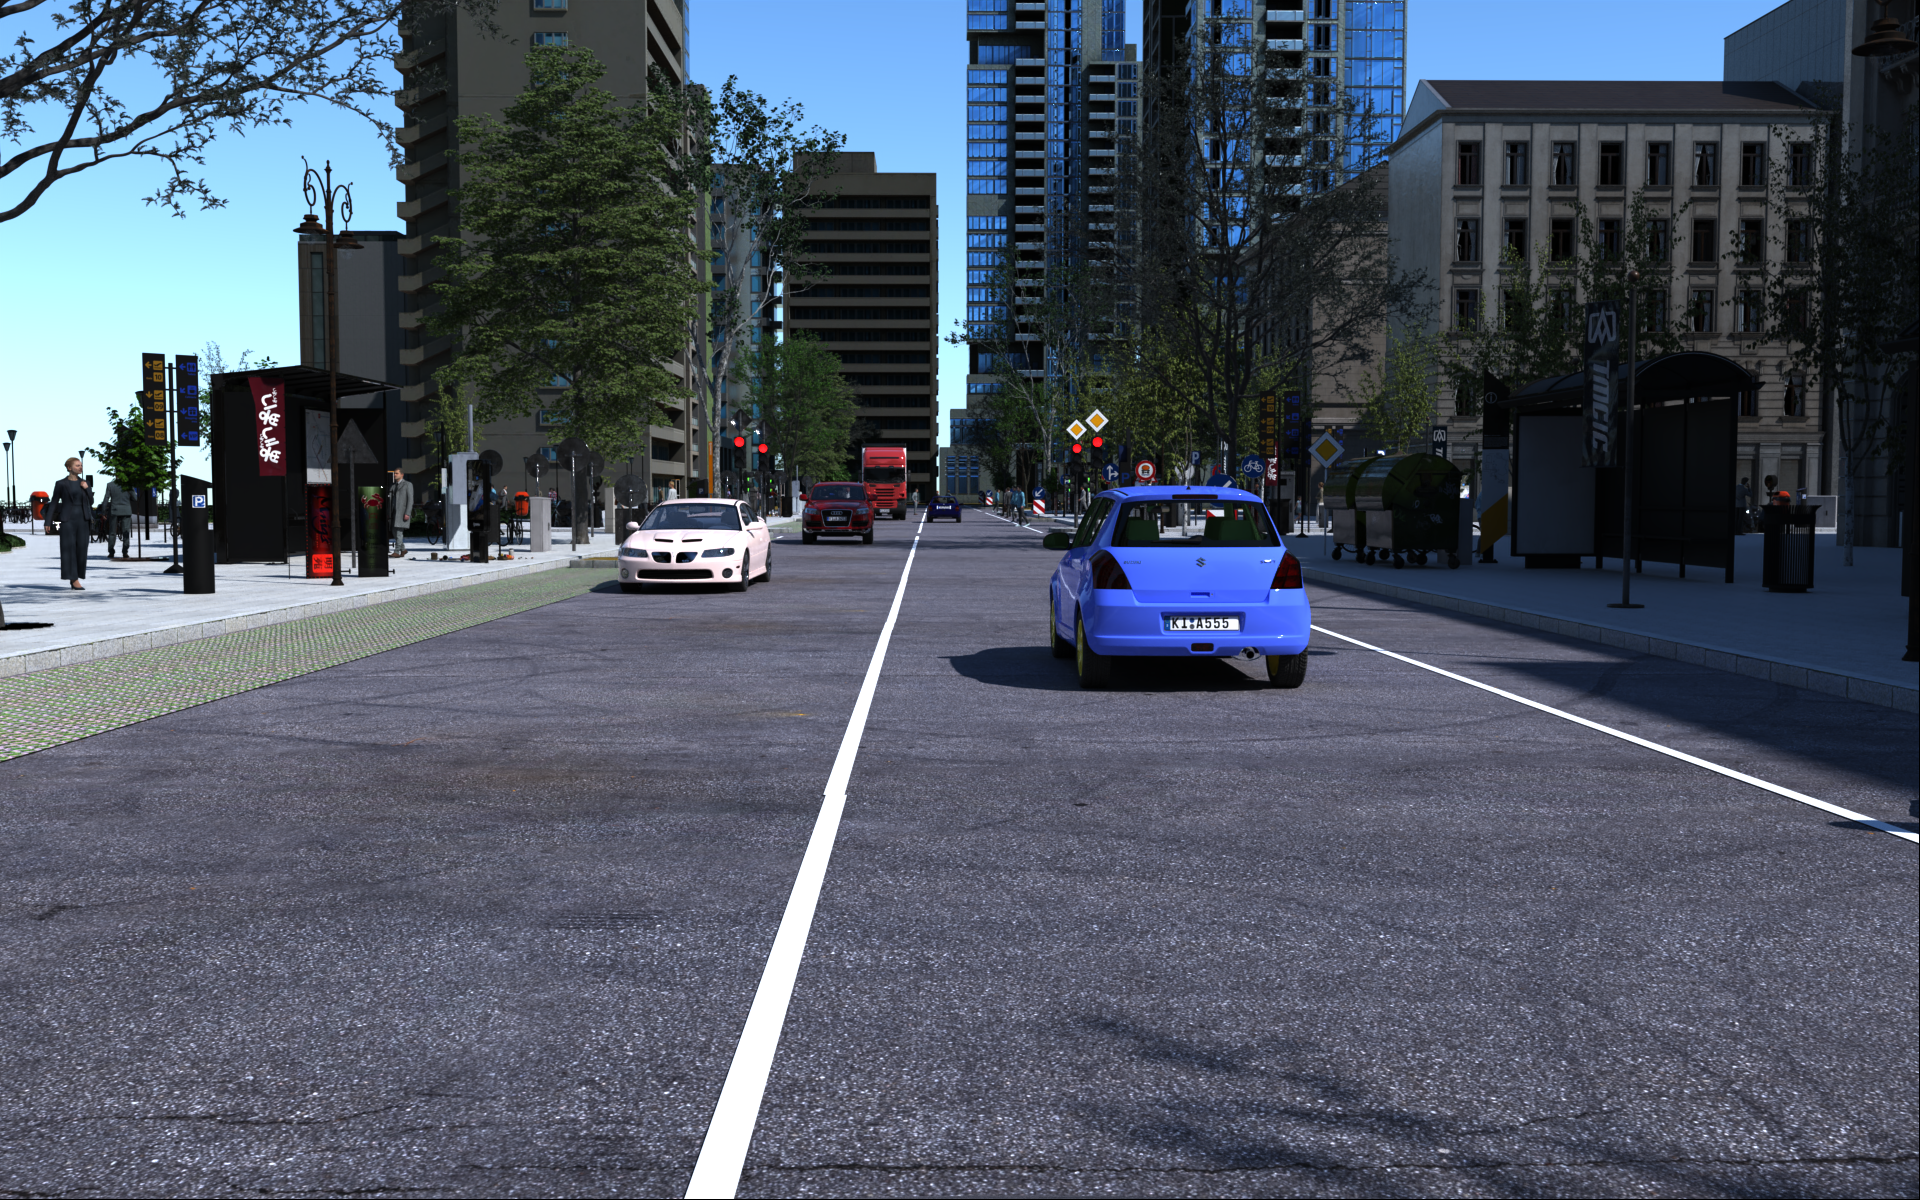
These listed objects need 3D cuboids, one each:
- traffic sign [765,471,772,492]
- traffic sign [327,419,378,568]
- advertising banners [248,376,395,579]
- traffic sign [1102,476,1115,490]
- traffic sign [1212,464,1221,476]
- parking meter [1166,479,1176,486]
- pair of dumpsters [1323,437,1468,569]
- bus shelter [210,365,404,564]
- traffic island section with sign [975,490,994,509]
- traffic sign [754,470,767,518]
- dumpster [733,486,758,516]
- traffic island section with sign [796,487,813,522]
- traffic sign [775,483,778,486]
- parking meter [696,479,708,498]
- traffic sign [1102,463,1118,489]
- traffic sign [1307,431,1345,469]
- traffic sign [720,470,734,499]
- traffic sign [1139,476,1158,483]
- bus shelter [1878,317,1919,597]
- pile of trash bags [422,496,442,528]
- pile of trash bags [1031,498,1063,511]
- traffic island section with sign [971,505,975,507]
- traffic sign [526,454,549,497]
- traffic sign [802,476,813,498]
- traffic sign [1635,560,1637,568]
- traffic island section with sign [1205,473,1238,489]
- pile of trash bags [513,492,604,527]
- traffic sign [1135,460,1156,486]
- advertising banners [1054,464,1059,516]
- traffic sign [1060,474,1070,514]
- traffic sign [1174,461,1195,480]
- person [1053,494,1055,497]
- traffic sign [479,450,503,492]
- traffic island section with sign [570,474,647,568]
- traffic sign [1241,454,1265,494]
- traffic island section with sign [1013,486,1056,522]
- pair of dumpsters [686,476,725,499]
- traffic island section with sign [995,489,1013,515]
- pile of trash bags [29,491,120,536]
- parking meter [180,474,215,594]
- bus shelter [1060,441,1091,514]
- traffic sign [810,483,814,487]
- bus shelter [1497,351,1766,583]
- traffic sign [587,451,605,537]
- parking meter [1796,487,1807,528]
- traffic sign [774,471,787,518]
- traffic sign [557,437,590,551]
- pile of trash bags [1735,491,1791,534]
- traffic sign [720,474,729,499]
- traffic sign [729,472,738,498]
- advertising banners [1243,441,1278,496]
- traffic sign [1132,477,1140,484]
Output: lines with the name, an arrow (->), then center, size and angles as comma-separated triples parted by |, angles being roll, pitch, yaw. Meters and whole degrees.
traffic sign -> -10.168, -5.522, 90.386 | 0.768, 2.556, 0.104 | 0, 4, 0
traffic sign -> -10.504, -1.831, 29.946 | 0.884, 2.594, 0.081 | 0, 4, 0
advertising banners -> -9.668, -1.840, 26.275 | 2.074, 3.025, 0.090 | -2, 4, -33
traffic sign -> 7.633, -5.424, 88.786 | 0.768, 2.556, 0.104 | 0, 4, 0
traffic sign -> 11.062, -4.484, 73.421 | 0.768, 2.556, 0.104 | 0, 4, 8
parking meter -> 8.098, -3.717, 66.480 | 0.255, 1.863, 0.399 | -2, 4, -30
pair of dumpsters -> 7.868, -1.775, 31.519 | 1.574, 2.255, 4.437 | 0, 4, -1
bus shelter -> -12.886, -2.651, 34.627 | 1.731, 3.624, 6.357 | 0, 4, -1
traffic island section with sign -> 2.704, -9.698, 167.188 | 1.989, 1.847, 2.006 | 0, 4, -1
traffic sign -> -10.040, -5.351, 87.598 | 0.768, 2.556, 0.104 | 0, 4, 6
dumpster -> -11.746, -5.459, 95.011 | 1.264, 1.857, 1.865 | 0, 4, -1
traffic island section with sign -> -7.434, -4.968, 89.858 | 1.989, 1.847, 2.006 | 0, 4, -1
traffic sign -> -12.548, -7.372, 120.643 | 0.768, 2.556, 0.104 | 1, 4, 9
parking meter -> -9.900, -3.721, 66.556 | 0.399, 1.863, 0.255 | 1, 4, 20
traffic sign -> 6.220, -4.349, 71.214 | 0.768, 2.556, 0.104 | 1, 4, 8
traffic sign -> 7.647, -2.224, 36.097 | 0.795, 2.593, 0.064 | 0, 4, 0
traffic sign -> -12.377, -5.619, 91.972 | 0.768, 2.556, 0.104 | 1, 4, 8
traffic sign -> 8.635, -4.864, 79.529 | 0.884, 2.594, 0.081 | 1, 4, 8
bus shelter -> 10.757, -1.327, 15.616 | 2.014, 3.302, 5.546 | 0, 4, -1
pile of trash bags -> -20.221, -3.478, 66.626 | 3.447, 1.369, 1.912 | 1, 4, 9
pile of trash bags -> 7.333, -7.660, 134.998 | 3.447, 1.369, 1.912 | -2, 4, -28
traffic island section with sign -> 2.256, -11.346, 194.140 | 1.989, 1.847, 2.006 | 0, 4, -1
traffic sign -> -13.289, -3.326, 54.490 | 0.768, 2.556, 0.104 | 0, 4, 7
traffic sign -> -10.744, -7.438, 121.714 | 0.768, 2.556, 0.104 | 0, 4, 0
traffic sign -> 11.709, -1.820, 29.865 | 0.768, 2.556, 0.104 | 0, 4, 4
traffic island section with sign -> 4.913, -1.560, 34.128 | 1.989, 1.847, 2.006 | 0, 4, -1
pile of trash bags -> -15.628, -3.531, 67.481 | 3.447, 1.369, 1.912 | -1, 4, -9
traffic sign -> 6.966, -3.973, 65.062 | 0.768, 2.556, 0.104 | 0, 4, 4
advertising banners -> 5.607, -6.389, 100.651 | 0.090, 3.025, 2.074 | 0, 4, -2
traffic sign -> 6.649, -6.650, 108.834 | 0.768, 2.556, 0.104 | 0, 4, 1
traffic sign -> 8.447, -3.987, 65.296 | 0.768, 2.556, 0.104 | 0, 4, 3
person -> 11.808, -12.738, 214.441 | 0.705, 1.807, 1.348 | 1, 4, 20
traffic sign -> -13.455, -3.027, 49.593 | 0.768, 2.556, 0.104 | 1, 4, 8
traffic island section with sign -> -6.525, -1.563, 34.179 | 1.989, 1.847, 2.006 | 0, 4, -1
traffic sign -> 9.380, -3.386, 55.469 | 0.768, 2.556, 0.104 | 0, 4, 1
traffic island section with sign -> 3.964, -5.002, 90.413 | 1.989, 1.847, 2.006 | 0, 4, -1
pair of dumpsters -> -13.134, -5.304, 89.216 | 1.574, 2.255, 4.437 | 0, 4, -1
traffic island section with sign -> 3.511, -6.687, 117.962 | 1.989, 1.847, 2.006 | 0, 4, -1
pile of trash bags -> -28.100, -2.741, 54.576 | 3.447, 1.369, 1.912 | 2, 4, 27
parking meter -> -9.822, -0.851, 22.321 | 0.372, 1.533, 0.369 | 0, 3, 0
bus shelter -> 7.976, -8.531, 117.118 | 2.179, 5.291, 8.768 | 0, 4, -1
traffic sign -> -11.700, -8.204, 134.238 | 0.768, 2.556, 0.104 | 0, 4, 7
bus shelter -> 10.332, -2.040, 27.277 | 2.014, 3.302, 5.546 | 0, 4, -1
traffic sign -> -10.953, -3.145, 51.529 | 0.768, 2.556, 0.104 | 0, 4, 5
parking meter -> 32.183, -3.538, 66.263 | 0.372, 1.533, 0.369 | 0, 3, 0
traffic sign -> -9.803, -5.765, 94.361 | 0.768, 2.556, 0.104 | 0, 4, 5
traffic sign -> -8.670, -2.368, 38.819 | 0.768, 2.556, 0.104 | 0, 4, 7
pile of trash bags -> 26.212, -2.875, 56.757 | 1.912, 1.369, 3.447 | 0, 4, -2
traffic sign -> -12.940, -5.853, 95.808 | 0.768, 2.556, 0.104 | 0, 4, 7
traffic sign -> -12.964, -6.082, 99.441 | 0.884, 2.594, 0.081 | 0, 4, 6
advertising banners -> 9.506, -3.708, 56.806 | 2.074, 3.025, 0.090 | 0, 4, -3
traffic sign -> 9.391, -5.496, 89.861 | 0.884, 2.594, 0.081 | 1, 4, 8
